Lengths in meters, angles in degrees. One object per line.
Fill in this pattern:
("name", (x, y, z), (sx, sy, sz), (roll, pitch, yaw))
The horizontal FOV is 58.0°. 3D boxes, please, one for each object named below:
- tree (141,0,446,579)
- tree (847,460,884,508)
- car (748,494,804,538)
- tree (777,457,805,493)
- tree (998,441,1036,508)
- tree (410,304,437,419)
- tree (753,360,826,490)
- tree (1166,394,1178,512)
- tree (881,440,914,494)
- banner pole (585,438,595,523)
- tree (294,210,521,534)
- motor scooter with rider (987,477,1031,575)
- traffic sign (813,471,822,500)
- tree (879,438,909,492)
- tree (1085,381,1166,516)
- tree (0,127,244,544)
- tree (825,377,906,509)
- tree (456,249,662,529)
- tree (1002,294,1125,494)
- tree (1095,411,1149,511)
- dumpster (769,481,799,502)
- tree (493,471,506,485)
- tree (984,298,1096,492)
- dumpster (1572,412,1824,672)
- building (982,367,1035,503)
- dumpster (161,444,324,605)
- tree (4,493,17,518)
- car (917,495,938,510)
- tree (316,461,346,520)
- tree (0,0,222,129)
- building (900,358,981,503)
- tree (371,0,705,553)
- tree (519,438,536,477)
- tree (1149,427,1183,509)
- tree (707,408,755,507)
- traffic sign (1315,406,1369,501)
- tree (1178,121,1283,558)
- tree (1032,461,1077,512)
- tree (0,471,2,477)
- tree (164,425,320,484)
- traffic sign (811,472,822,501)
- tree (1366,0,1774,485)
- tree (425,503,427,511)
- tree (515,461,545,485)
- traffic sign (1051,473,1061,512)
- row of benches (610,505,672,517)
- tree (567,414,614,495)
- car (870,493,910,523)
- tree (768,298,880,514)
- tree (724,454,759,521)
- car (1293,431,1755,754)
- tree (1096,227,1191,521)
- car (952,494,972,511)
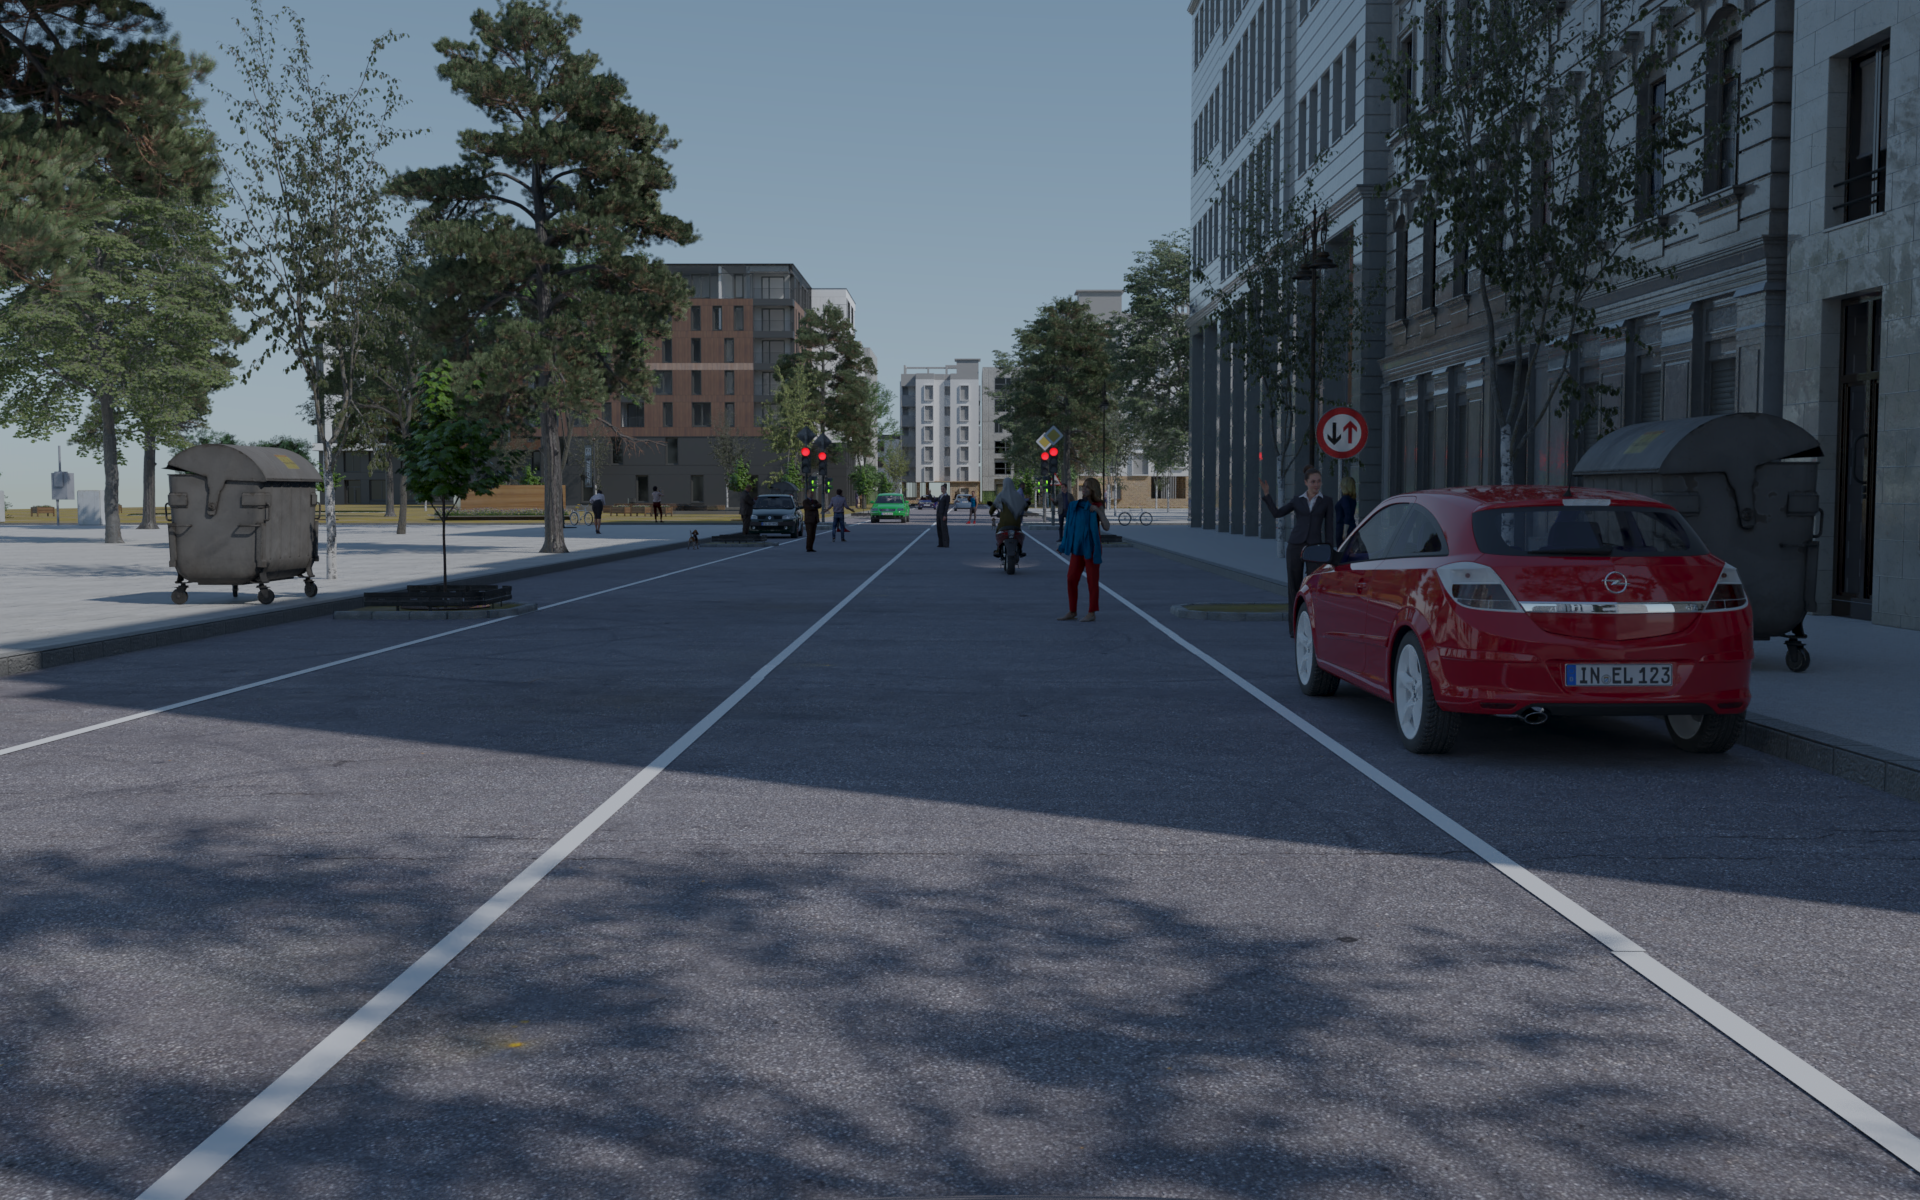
("tree", (-9.513, -4.602, 25.610), (4.360, 8.622, 3.978), (0, 3, 0))
("tree", (-8.733, -10.780, 159.965), (4.285, 4.588, 4.351), (0, 3, 0))
("car", (-6.145, -2.912, 57.402), (2.009, 1.686, 4.222), (0, 4, -2))
("tree", (-8.493, -5.772, 88.974), (1.663, 3.219, 1.824), (0, 3, 0))
("tree", (6.163, -13.575, 172.310), (4.737, 8.622, 4.395), (0, 3, 0))
("tree", (-32.252, -11.671, 98.244), (7.806, 13.903, 7.818), (0, 3, 0))
("tree", (-9.272, -8.827, 94.691), (4.737, 8.622, 4.395), (0, 3, 0))
("tree", (14.550, -10.549, 122.831), (4.360, 8.622, 3.978), (0, 3, 0))
("tree", (-8.150, -17.091, 229.800), (4.360, 8.622, 3.978), (0, 3, 0))
("banner pole", (-16.543, -5.359, 77.642), (0.863, 3.779, 0.401), (3, 4, 37))
("tree", (-17.517, -7.376, 55.018), (7.601, 10.594, 8.767), (0, 4, 0))
("motor scooter with rider", (0.928, -1.372, 31.389), (0.876, 1.779, 1.986), (0, 4, -1))
("traffic sign", (-8.138, -6.010, 98.275), (0.884, 2.594, 0.081), (0, 4, 3))
("tree", (-8.233, -16.412, 218.692), (4.737, 8.622, 4.395), (0, 3, 0))
("tree", (9.492, -9.339, 103.055), (4.360, 8.622, 3.978), (0, 3, 0))
("tree", (-22.089, -7.719, 44.328), (7.486, 12.596, 7.792), (0, 3, 0))
("tree", (-8.293, -13.593, 147.995), (9.928, 11.665, 9.643), (0, 3, 0))
("tree", (-14.919, -8.508, 64.853), (9.928, 11.665, 9.643), (0, 3, 0))
("tree", (5.802, -10.475, 93.315), (6.751, 12.117, 7.091), (0, 3, 0))
("tree", (11.260, -11.256, 134.398), (4.737, 8.622, 4.395), (0, 3, 0))
("dumpster", (-8.123, -4.522, 79.698), (1.264, 1.857, 1.865), (0, 4, 0))
("tree", (-38.215, -9.001, 141.771), (1.663, 3.219, 1.824), (0, 3, 0))
("tree", (6.678, -12.573, 112.227), (9.857, 13.997, 8.962), (0, 3, 0))
("dumpster", (5.571, -0.452, 13.153), (1.264, 1.857, 1.865), (0, 4, 0))
("building", (18.914, -23.412, 249.238), (31.486, 18.905, 16.747), (0, 4, 0))
("dumpster", (-8.561, -0.916, 20.735), (1.264, 1.857, 1.865), (0, 3, 0))
("tree", (-60.019, -11.580, 91.146), (18.604, 14.587, 13.155), (-1, 4, -22))
("car", (-2.937, -8.943, 158.801), (1.945, 1.354, 3.894), (0, 4, 2))
("tree", (-31.107, -5.529, 84.998), (1.663, 3.219, 1.824), (0, 3, 0))
("tree", (-8.849, -6.513, 13.915), (7.806, 13.903, 7.818), (0, 3, 0))
("building", (-2.776, -23.947, 247.951), (11.380, 20.091, 16.016), (0, 4, 0))
("tree", (-8.891, -7.052, 37.359), (6.751, 12.117, 7.091), (0, 3, 0))
("tree", (-39.207, -12.245, 150.568), (4.360, 8.622, 3.978), (0, 3, 0))
("tree", (16.790, -11.954, 145.818), (4.737, 8.622, 4.395), (0, 3, 0))
("tree", (-19.519, -11.949, 145.733), (4.360, 8.622, 3.978), (0, 3, 0))
("traffic sign", (5.564, -1.541, 25.303), (0.768, 2.556, 0.104), (0, 4, 3))
("tree", (6.447, -5.139, 34.389), (4.360, 8.622, 3.978), (0, 3, 0))
("tree", (7.395, -8.859, 128.564), (4.285, 4.588, 4.351), (0, 3, 0))
("tree", (-35.648, -4.176, 62.885), (1.663, 3.219, 1.824), (0, 3, 0))
("tree", (-59.152, -11.007, 142.865), (20.602, 7.101, 11.467), (2, 4, 30))
("traffic sign", (-8.072, -5.987, 97.989), (0.768, 2.556, 0.104), (0, 4, 4))
("tree", (6.215, -4.201, 19.046), (4.360, 8.622, 3.978), (0, 3, 0))
("tree", (-40.438, -11.025, 130.628), (4.737, 8.622, 4.395), (0, 3, 0))
("tree", (-25.269, -6.543, 101.585), (1.663, 3.219, 1.824), (0, 3, 0))
("traffic sign", (5.820, -6.487, 106.066), (0.884, 2.594, 0.081), (0, 4, 5))
("row of benches", (-18.260, -5.142, 99.527), (4.104, 0.672, 1.422), (2, 4, 26))
("tree", (-31.916, -12.255, 150.738), (4.360, 8.622, 3.978), (0, 3, 0))
("car", (-3.493, -4.773, 86.826), (1.959, 1.807, 4.718), (0, 4, 2))
("tree", (-8.992, -12.474, 111.368), (7.806, 13.903, 7.818), (0, 3, 0))
("tree", (-10.503, -5.469, 84.014), (1.663, 3.219, 1.824), (0, 3, 0))
("car", (3.345, -0.122, 11.037), (2.155, 1.783, 4.494), (0, 4, -1))
("tree", (11.283, -10.768, 82.707), (9.857, 13.997, 8.962), (0, 3, 0))
("car", (0.362, -8.191, 145.930), (2.014, 1.417, 4.499), (0, 4, -1))
